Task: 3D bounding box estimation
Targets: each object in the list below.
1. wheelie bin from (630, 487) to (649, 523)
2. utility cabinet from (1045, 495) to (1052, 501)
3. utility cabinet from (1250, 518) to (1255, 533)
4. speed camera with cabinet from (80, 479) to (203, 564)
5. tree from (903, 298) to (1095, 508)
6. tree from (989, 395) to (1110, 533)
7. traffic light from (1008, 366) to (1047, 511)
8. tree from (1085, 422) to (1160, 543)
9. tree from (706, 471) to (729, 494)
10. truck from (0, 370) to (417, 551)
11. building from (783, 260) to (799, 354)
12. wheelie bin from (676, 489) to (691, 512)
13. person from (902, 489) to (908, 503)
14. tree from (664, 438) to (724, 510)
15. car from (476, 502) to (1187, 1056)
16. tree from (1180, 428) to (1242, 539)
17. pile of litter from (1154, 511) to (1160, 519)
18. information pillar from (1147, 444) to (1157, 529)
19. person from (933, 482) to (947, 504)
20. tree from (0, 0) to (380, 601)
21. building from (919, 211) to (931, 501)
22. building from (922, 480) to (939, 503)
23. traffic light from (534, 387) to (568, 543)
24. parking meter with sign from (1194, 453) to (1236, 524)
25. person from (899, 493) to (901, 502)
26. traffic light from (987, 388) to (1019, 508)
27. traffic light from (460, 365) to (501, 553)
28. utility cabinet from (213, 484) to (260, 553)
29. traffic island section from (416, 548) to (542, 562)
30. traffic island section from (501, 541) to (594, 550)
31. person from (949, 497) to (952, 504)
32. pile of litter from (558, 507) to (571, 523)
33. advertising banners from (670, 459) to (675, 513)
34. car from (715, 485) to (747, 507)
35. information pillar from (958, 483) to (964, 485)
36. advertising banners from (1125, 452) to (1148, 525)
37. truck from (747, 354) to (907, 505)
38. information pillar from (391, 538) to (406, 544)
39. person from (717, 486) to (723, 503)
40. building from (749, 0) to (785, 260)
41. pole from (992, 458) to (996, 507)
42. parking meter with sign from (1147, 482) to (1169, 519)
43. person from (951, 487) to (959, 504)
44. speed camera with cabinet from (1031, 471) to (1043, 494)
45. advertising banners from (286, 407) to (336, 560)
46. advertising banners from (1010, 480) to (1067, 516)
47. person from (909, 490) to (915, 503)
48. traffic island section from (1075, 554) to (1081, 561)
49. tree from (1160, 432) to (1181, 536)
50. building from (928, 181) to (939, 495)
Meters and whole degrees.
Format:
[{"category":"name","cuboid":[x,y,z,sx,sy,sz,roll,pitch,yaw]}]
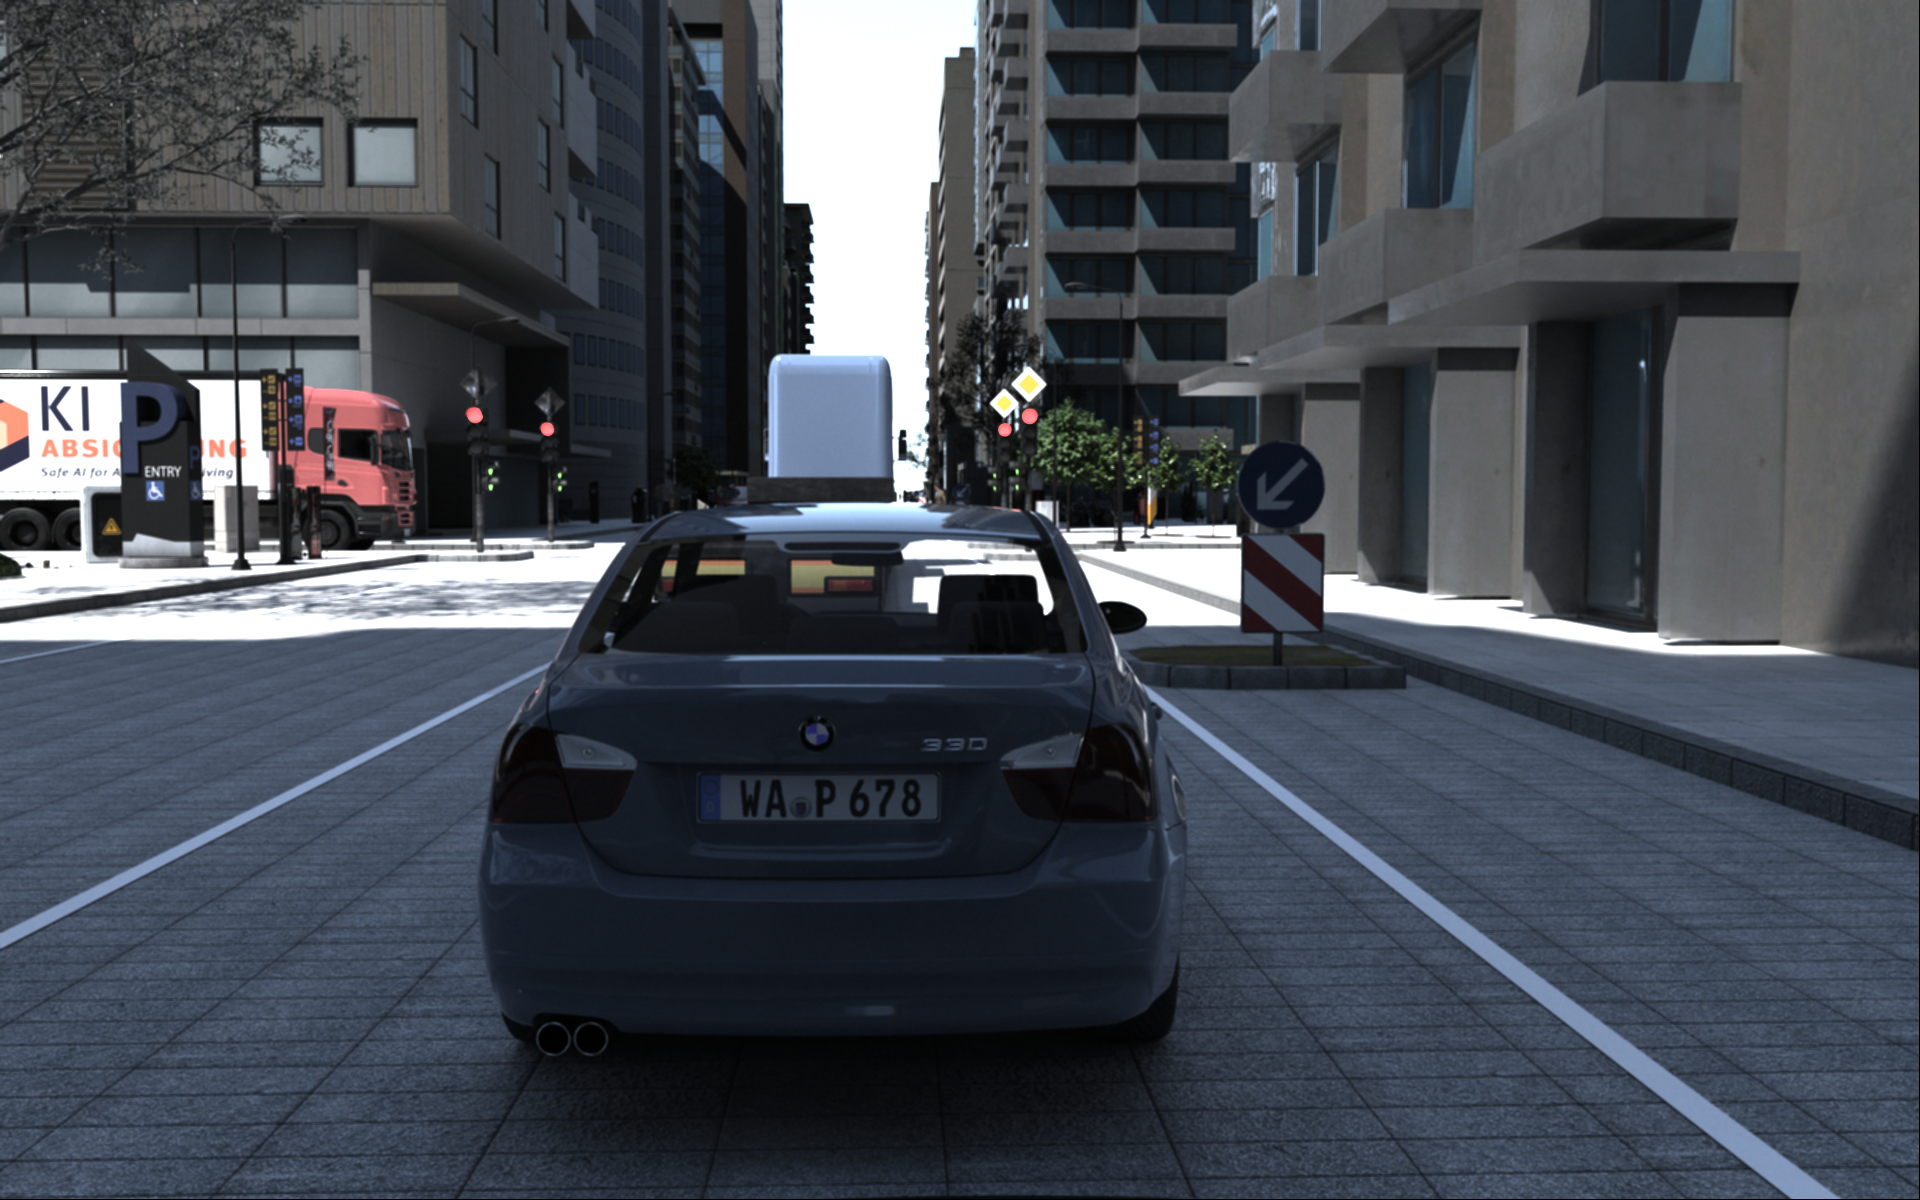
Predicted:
[{"category":"wheelie bin","cuboid":[-14.026,-4.161,75.937,0.693,1.594,0.980,0,4,4]},{"category":"utility cabinet","cuboid":[4.078,-4.586,86.147,1.020,1.237,0.306,-2,4,-33]},{"category":"utility cabinet","cuboid":[9.347,-2.744,56.029,0.306,1.237,1.020,2,4,25]},{"category":"speed camera with cabinet","cuboid":[-15.320,-2.329,32.415,2.038,3.252,0.660,-2,4,-32]},{"category":"tree","cuboid":[2.278,-9.010,81.724,8.767,10.594,7.601,1,4,11]},{"category":"tree","cuboid":[3.677,-4.514,57.521,4.285,4.588,4.351,0,3,0]},{"category":"traffic light","cuboid":[1.495,-3.015,38.211,0.839,4.253,0.868,0,4,-2]},{"category":"tree","cuboid":[3.968,-3.106,45.388,1.663,3.219,1.824,0,3,0]},{"category":"tree","cuboid":[-16.648,-7.476,116.833,1.663,3.219,1.824,0,3,0]},{"category":"truck","cuboid":[-17.978,-3.151,40.433,11.283,4.237,2.839,0,4,-4]},{"category":"building","cuboid":[-26.952,-26.886,211.292,14.160,30.474,14.107,0,4,-2]},{"category":"wheelie bin","cuboid":[-18.240,-6.500,114.184,0.980,1.594,0.693,-1,4,-14]},{"category":"person","cuboid":[-3.892,-6.759,119.603,0.643,1.750,0.593,1,4,8]},{"category":"tree","cuboid":[-15.434,-7.136,100.390,4.285,4.588,4.351,0,3,0]},{"category":"car","cuboid":[-0.320,0.378,5.817,2.014,1.417,4.499,0,4,-1]},{"category":"tree","cuboid":[7.517,-3.411,50.374,1.663,3.219,1.824,0,3,0]},{"category":"pile of litter","cuboid":[9.598,-4.543,88.235,1.719,0.858,1.176,-3,4,-37]},{"category":"information pillar","cuboid":[7.015,-4.390,63.139,0.183,3.616,0.504,3,4,38]},{"category":"person","cuboid":[-0.736,-3.088,58.899,0.656,1.842,0.836,1,4,16]},{"category":"tree","cuboid":[-12.204,-6.708,20.042,12.009,13.543,11.850,0,3,0]},{"category":"building","cuboid":[5.708,-39.461,264.798,23.786,49.044,30.456,0,4,-2]},{"category":"building","cuboid":[11.327,-32.485,223.017,32.217,40.220,23.993,0,4,-2]},{"category":"traffic light","cuboid":[-10.790,-3.471,45.673,0.839,4.253,0.868,0,4,-2]},{"category":"parking meter with sign","cuboid":[10.901,-4.748,73.893,1.738,3.016,0.543,0,4,-1]},{"category":"person","cuboid":[-8.661,-14.707,250.427,0.415,1.643,0.593,1,4,20]},{"category":"traffic light","cuboid":[1.160,-3.503,46.189,0.839,4.253,0.868,0,4,-2]},{"category":"traffic light","cuboid":[-10.455,-2.983,37.695,0.839,4.253,0.868,0,4,-2]},{"category":"utility cabinet","cuboid":[-15.798,-1.785,37.859,0.318,1.500,1.173,1,4,12]},{"category":"traffic island section","cuboid":[-10.495,-0.951,37.828,2.009,0.180,2.903,0,4,-2]},{"category":"traffic island section","cuboid":[-10.831,-1.439,45.806,2.009,0.180,2.903,0,4,-2]},{"category":"person","cuboid":[-0.472,-4.642,88.652,0.590,1.304,0.306,-3,5,-43]},{"category":"pile of litter","cuboid":[-17.895,-3.879,77.380,1.176,0.858,1.719,2,4,27]},{"category":"advertising banners","cuboid":[-14.102,-5.429,84.960,0.090,3.025,2.074,0,4,-1]},{"category":"car","cuboid":[-8.663,-3.742,69.852,2.281,1.827,5.304,0,4,-1]},{"category":"information pillar","cuboid":[0.067,-6.504,110.832,0.304,2.012,0.304,2,4,33]},{"category":"advertising banners","cuboid":[7.405,-4.648,72.180,0.090,3.025,2.074,-2,4,-26]},{"category":"truck","cuboid":[-2.323,-2.316,27.627,2.967,4.110,18.799,0,4,-2]},{"category":"information pillar","cuboid":[-14.480,-3.266,44.750,0.504,3.616,0.183,1,4,22]},{"category":"person","cuboid":[-10.504,-4.144,76.429,0.526,1.800,0.537,1,4,23]},{"category":"building","cuboid":[-31.328,-48.254,227.208,20.563,71.187,20.611,0,4,-2]},{"category":"pole","cuboid":[1.819,-6.040,92.589,0.158,3.312,0.155,0,3,0]},{"category":"parking meter with sign","cuboid":[9.969,-5.727,89.899,1.738,3.016,0.543,-1,4,-15]},{"category":"person","cuboid":[-0.233,-4.602,84.290,0.362,1.759,0.519,2,4,27]},{"category":"speed camera with cabinet","cuboid":[2.896,-4.421,66.617,0.660,3.252,2.038,0,4,5]},{"category":"advertising banners","cuboid":[-12.786,-2.325,34.200,0.090,3.025,2.074,0,4,7]},{"category":"advertising banners","cuboid":[2.884,-4.180,64.527,2.074,3.025,0.090,0,4,-1]},{"category":"person","cuboid":[-3.373,-6.853,121.542,0.512,1.701,0.522,0,4,0]},{"category":"traffic island section","cuboid":[1.536,-0.981,38.327,2.009,0.180,2.903,0,4,-2]},{"category":"tree","cuboid":[6.443,-3.572,53.000,1.663,3.219,1.824,0,3,0]},{"category":"building","cuboid":[2.636,-36.191,241.837,14.600,45.320,14.200,0,4,-2]}]
